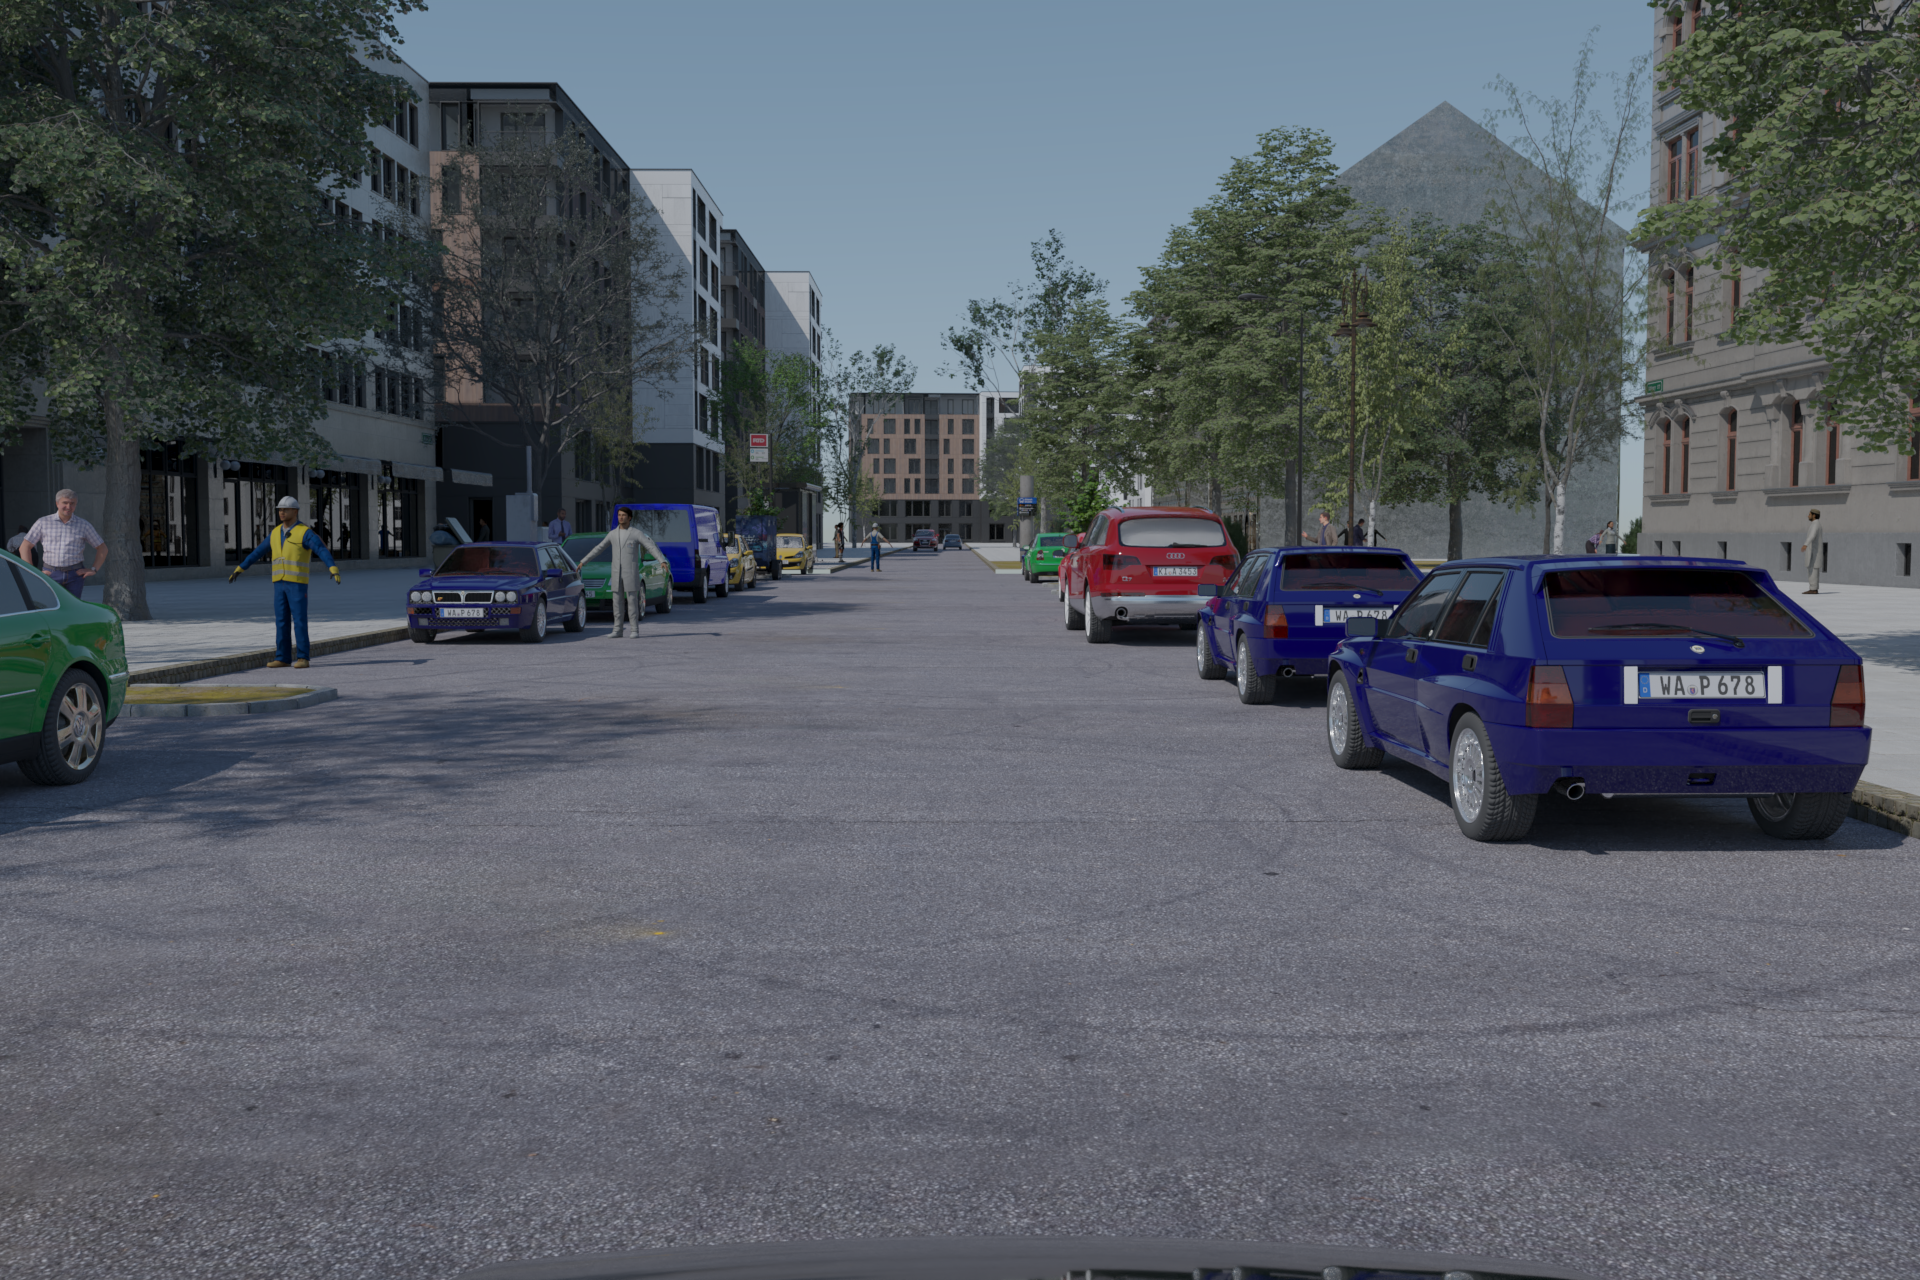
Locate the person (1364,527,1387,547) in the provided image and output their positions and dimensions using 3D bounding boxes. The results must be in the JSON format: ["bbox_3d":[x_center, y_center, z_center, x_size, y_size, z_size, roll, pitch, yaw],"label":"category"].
[{"bbox_3d":[20.503,-4.876,85.916,1.347,1.806,0.705,2,4,35],"label":"person"}]

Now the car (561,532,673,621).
[{"bbox_3d":[-6.115,-1.293,29.935,1.959,1.807,4.718,0,4,0],"label":"car"}]

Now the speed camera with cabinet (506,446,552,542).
[{"bbox_3d":[-9.874,-2.774,39.691,0.660,3.252,2.038,0,3,0],"label":"speed camera with cabinet"}]

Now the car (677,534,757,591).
[{"bbox_3d":[-6.262,-2.098,44.527,2.015,1.641,3.980,0,3,0],"label":"car"}]

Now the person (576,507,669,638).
[{"bbox_3d":[-4.624,-0.931,23.859,1.347,1.806,0.705,1,4,12],"label":"person"}]

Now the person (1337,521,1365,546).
[{"bbox_3d":[15.992,-3.992,71.201,1.347,1.837,0.705,1,4,18],"label":"person"}]

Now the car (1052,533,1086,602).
[{"bbox_3d":[2.991,-1.606,35.302,2.155,1.783,4.494,0,4,0],"label":"car"}]

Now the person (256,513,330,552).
[{"bbox_3d":[-11.769,-1.492,30.562,1.345,1.807,0.704,-3,4,-38],"label":"person"}]

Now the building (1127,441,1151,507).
[{"bbox_3d":[19.616,-12.246,142.364,9.099,9.664,28.070,0,4,0],"label":"building"}]

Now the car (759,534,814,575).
[{"bbox_3d":[-6.239,-3.180,62.217,2.015,1.641,3.980,0,4,0],"label":"car"}]

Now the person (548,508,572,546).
[{"bbox_3d":[-8.498,-1.910,37.143,0.709,1.838,0.599,-3,5,-41],"label":"person"}]

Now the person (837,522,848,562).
[{"bbox_3d":[-5.357,-4.428,78.542,0.704,1.843,1.345,1,4,11],"label":"person"}]

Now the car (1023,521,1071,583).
[{"bbox_3d":[2.886,-2.626,51.739,1.959,1.807,4.718,0,4,-1],"label":"car"}]

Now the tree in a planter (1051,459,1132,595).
[{"bbox_3d":[3.186,-2.701,41.389,1.991,3.239,1.994,0,4,1],"label":"tree in a planter"}]

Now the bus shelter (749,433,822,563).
[{"bbox_3d":[-7.240,-5.752,71.682,2.179,5.291,8.768,0,4,1],"label":"bus shelter"}]

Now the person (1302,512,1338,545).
[{"bbox_3d":[7.789,-1.898,37.611,0.750,1.759,0.617,0,4,-3],"label":"person"}]

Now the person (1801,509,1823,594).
[{"bbox_3d":[18.160,-1.885,36.906,0.704,1.819,1.344,2,4,35],"label":"person"}]

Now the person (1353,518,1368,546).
[{"bbox_3d":[12.472,-2.905,53.995,0.568,1.767,0.683,-1,4,-22],"label":"person"}]

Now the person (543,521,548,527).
[{"bbox_3d":[-17.200,-4.011,71.805,0.704,1.802,1.346,0,4,-5],"label":"person"}]

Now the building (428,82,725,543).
[{"bbox_3d":[-28.892,-15.345,94.873,27.936,21.610,32.646,0,4,-1],"label":"building"}]

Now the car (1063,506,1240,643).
[{"bbox_3d":[2.632,-0.953,24.252,2.281,1.827,5.304,0,4,-2],"label":"car"}]

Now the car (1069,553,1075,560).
[{"bbox_3d":[2.965,-1.241,29.326,2.155,1.783,4.494,0,4,-1],"label":"car"}]

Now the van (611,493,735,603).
[{"bbox_3d":[-6.179,-2.020,37.403,2.240,2.365,5.245,0,3,0],"label":"van"}]

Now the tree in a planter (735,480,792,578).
[{"bbox_3d":[-6.584,-3.651,56.913,1.991,3.239,1.994,0,4,1],"label":"tree in a planter"}]

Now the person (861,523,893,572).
[{"bbox_3d":[-3.203,-3.518,65.827,1.347,1.847,0.705,2,4,23],"label":"person"}]

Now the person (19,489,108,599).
[{"bbox_3d":[-8.611,-0.591,16.647,0.756,1.711,0.436,-1,4,-23],"label":"person"}]

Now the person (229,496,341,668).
[{"bbox_3d":[-7.187,-0.619,18.547,1.349,1.833,0.705,1,4,15],"label":"person"}]

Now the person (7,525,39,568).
[{"bbox_3d":[-15.585,-1.203,28.907,0.799,1.438,0.628,2,4,29],"label":"person"}]

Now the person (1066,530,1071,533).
[{"bbox_3d":[6.538,-5.856,101.867,1.348,1.813,0.705,0,4,3],"label":"person"}]

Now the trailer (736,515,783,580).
[{"bbox_3d":[-6.336,-2.835,53.395,1.471,1.999,3.904,0,4,0],"label":"trailer"}]

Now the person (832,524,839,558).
[{"bbox_3d":[-6.566,-5.232,91.817,0.705,1.796,1.348,-1,4,-12],"label":"person"}]

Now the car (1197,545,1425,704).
[{"bbox_3d":[3.224,-0.204,15.908,1.945,1.354,3.894,0,3,0],"label":"car"}]

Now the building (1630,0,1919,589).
[{"bbox_3d":[28.598,-15.768,45.202,14.401,28.519,23.554,0,4,0],"label":"building"}]

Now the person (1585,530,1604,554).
[{"bbox_3d":[22.722,-3.220,61.930,0.421,1.427,0.697,-3,5,-44],"label":"person"}]

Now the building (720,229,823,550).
[{"bbox_3d":[-25.605,-17.647,132.496,27.936,21.610,32.646,0,4,0],"label":"building"}]

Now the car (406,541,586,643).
[{"bbox_3d":[-6.377,-0.702,24.059,1.945,1.354,3.894,0,4,0],"label":"car"}]

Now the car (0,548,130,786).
[{"bbox_3d":[-5.924,0.015,8.551,1.959,1.807,4.718,0,4,0],"label":"car"}]

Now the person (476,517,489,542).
[{"bbox_3d":[-15.185,-3.003,55.170,0.705,1.821,1.348,0,4,-4],"label":"person"}]

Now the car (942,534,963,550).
[{"bbox_3d":[-0.705,-9.040,159.805,2.014,1.417,4.499,0,4,-1],"label":"car"}]

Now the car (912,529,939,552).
[{"bbox_3d":[-2.860,-8.272,143.924,2.281,1.827,5.304,0,3,0],"label":"car"}]

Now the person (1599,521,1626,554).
[{"bbox_3d":[22.489,-3.235,59.727,1.217,1.735,0.721,-2,4,-25],"label":"person"}]

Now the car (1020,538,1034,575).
[{"bbox_3d":[3.037,-2.846,59.118,1.945,1.354,3.894,0,4,-1],"label":"car"}]

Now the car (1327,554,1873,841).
[{"bbox_3d":[3.193,0.192,9.440,1.945,1.354,3.894,0,4,-2],"label":"car"}]
